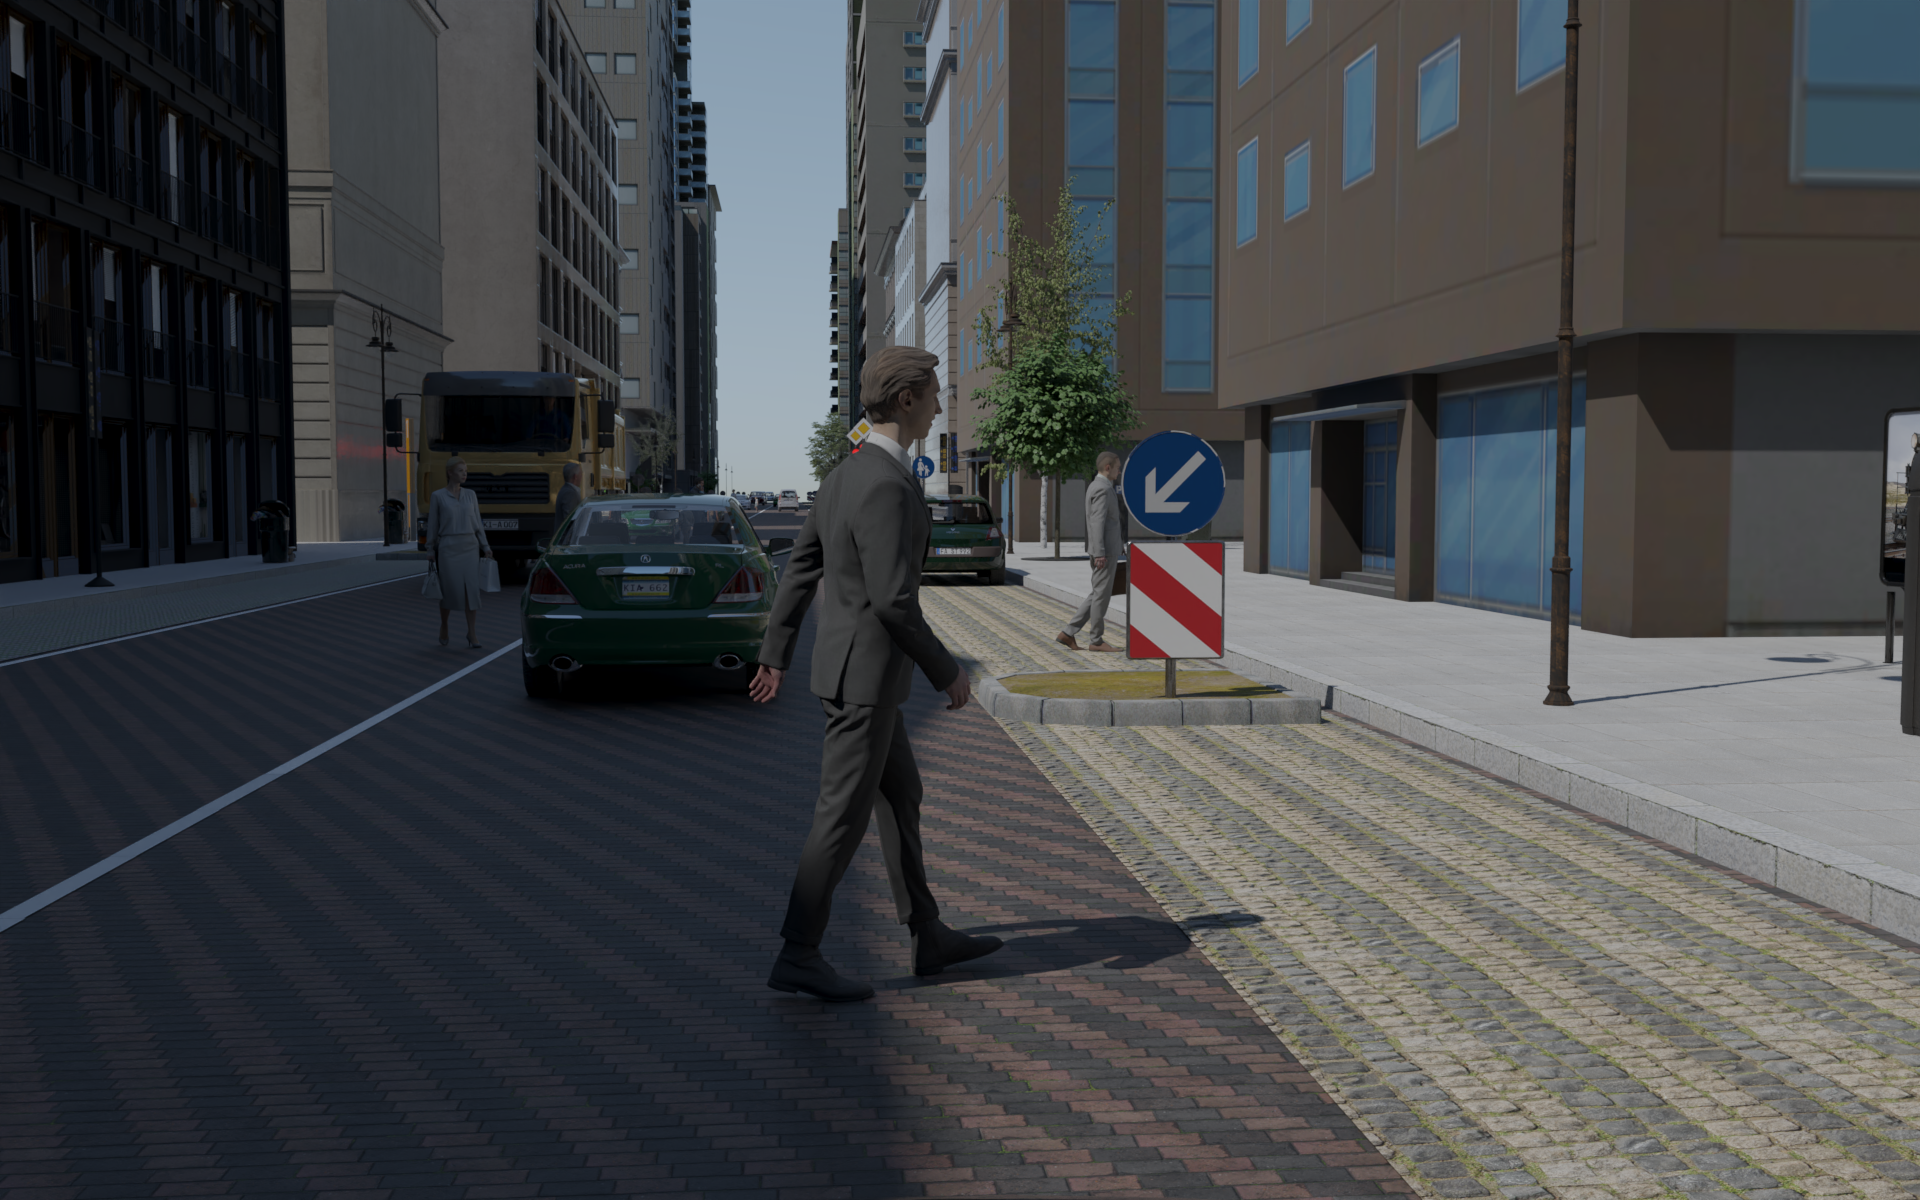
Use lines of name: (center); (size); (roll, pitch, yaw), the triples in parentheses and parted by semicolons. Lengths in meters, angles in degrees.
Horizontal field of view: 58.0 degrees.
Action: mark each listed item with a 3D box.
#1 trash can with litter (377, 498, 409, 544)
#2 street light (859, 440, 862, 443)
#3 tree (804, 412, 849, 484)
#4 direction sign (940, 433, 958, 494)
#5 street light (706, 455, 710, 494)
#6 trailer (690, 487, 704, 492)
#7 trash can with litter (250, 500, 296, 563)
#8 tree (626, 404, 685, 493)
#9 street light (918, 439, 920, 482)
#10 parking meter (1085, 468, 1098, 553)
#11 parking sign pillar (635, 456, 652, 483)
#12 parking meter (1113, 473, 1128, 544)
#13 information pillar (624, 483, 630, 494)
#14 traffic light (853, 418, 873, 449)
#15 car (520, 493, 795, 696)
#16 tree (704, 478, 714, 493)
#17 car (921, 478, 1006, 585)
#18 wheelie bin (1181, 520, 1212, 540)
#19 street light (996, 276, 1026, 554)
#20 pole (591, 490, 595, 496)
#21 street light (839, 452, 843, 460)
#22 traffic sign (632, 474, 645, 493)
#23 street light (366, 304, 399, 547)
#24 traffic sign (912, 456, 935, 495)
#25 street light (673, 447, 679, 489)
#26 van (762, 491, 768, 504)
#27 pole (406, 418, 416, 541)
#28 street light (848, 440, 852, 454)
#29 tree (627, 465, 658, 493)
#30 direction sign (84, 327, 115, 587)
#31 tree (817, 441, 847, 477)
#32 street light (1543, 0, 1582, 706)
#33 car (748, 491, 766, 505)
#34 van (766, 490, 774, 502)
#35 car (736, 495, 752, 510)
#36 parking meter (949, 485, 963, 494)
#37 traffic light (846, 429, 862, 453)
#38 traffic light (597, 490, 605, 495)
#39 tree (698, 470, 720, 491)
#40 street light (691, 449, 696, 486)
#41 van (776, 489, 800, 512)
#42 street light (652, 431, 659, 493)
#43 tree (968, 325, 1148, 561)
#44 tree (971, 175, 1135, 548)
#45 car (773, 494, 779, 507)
trash can with litter: (-14.574, -2.033, 44.624); (0.624, 1.170, 1.055); (0, 4, -5)
street light: (-6.841, -8.968, 119.412); (0.468, 5.910, 1.993); (0, 4, -5)
tree: (-17.652, -19.600, 238.589); (7.486, 12.596, 7.792); (0, 3, 0)
direction sign: (-0.412, -4.424, 64.331); (0.876, 3.537, 0.379); (3, 5, 41)
street light: (-29.097, -13.873, 199.602); (0.468, 5.910, 1.993); (0, 4, -5)
trailer: (-20.239, -7.709, 133.088); (1.471, 1.999, 3.904); (0, 4, -6)
trash can with litter: (-12.846, -1.290, 32.477); (0.624, 1.170, 1.055); (0, 4, -8)
tree: (-23.980, -11.450, 137.573); (4.360, 8.622, 3.978); (0, 3, 0)
street light: (-1.491, -5.524, 63.110); (0.468, 5.910, 1.993); (0, 4, -5)
parking meter: (2.910, -1.976, 38.012); (0.255, 1.863, 0.399); (1, 4, 22)
parking sign pillar: (-22.187, -8.122, 121.268); (1.447, 3.967, 1.447); (2, 4, 35)
parking meter: (4.145, -2.377, 44.568); (0.399, 1.863, 0.255); (1, 4, 23)
information pillar: (-21.512, -6.574, 111.974); (0.304, 2.012, 0.304); (1, 4, 14)
traffic light: (-3.558, -4.576, 63.737); (0.839, 4.253, 0.868); (0, 4, -5)
car: (-2.367, -0.124, 13.820); (2.131, 1.459, 4.920); (0, 4, -7)
tree: (-30.106, -13.143, 209.487); (1.663, 3.219, 1.824); (0, 3, 0)
car: (-0.239, -1.143, 28.480); (2.009, 1.686, 4.222); (0, 4, -4)
wheelie bin: (5.465, -1.981, 40.296); (0.980, 1.594, 0.693); (-1, 4, -13)
street light: (1.081, -3.923, 36.932); (0.468, 5.910, 1.993); (0, 4, -5)
pole: (-18.530, -5.723, 87.407); (0.158, 3.312, 0.155); (0, 3, 0)
street light: (-11.676, -12.060, 169.968); (0.468, 5.910, 1.993); (0, 4, -5)
traffic sign: (-19.993, -6.579, 107.667); (0.768, 2.556, 0.104); (0, 4, -5)
street light: (-14.041, -4.247, 42.227); (0.468, 5.910, 1.993); (0, 4, -5)
traffic sign: (-1.213, -3.503, 57.385); (0.768, 2.556, 0.104); (0, 4, 4)
street light: (-24.189, -10.675, 147.323); (0.468, 5.910, 1.993); (0, 4, -5)
van: (-27.801, -14.372, 241.994); (2.013, 2.044, 4.112); (0, 4, -5)
pole: (-14.849, -3.241, 46.833); (0.158, 3.312, 0.155); (0, 3, 0)
street light: (-9.183, -10.552, 145.307); (0.468, 5.910, 1.993); (0, 4, -5)
tree: (-21.382, -7.371, 115.122); (1.663, 3.219, 1.824); (0, 3, 0)
direction sign: (-11.937, -1.953, 23.923); (0.379, 3.537, 0.876); (-1, 4, -16)
tree: (-16.905, -17.219, 231.896); (4.360, 8.622, 3.978); (0, 3, 0)
street light: (3.646, -2.299, 10.374); (0.468, 5.910, 1.993); (0, 4, -5)
car: (-25.773, -12.894, 219.496); (2.281, 1.827, 5.304); (0, 4, -6)
van: (-30.811, -16.706, 280.158); (2.013, 2.044, 4.112); (0, 4, -6)
car: (-19.990, -8.885, 157.631); (2.083, 1.381, 4.827); (0, 4, -7)
parking meter: (-0.106, -2.308, 46.140); (0.372, 1.533, 0.369); (0, 3, 0)
traffic light: (-4.320, -5.062, 71.686); (0.839, 4.253, 0.868); (0, 4, -5)
traffic light: (-14.732, -5.000, 70.676); (0.839, 4.253, 0.868); (0, 4, -5)
tree: (-32.364, -14.548, 221.570); (4.285, 4.588, 4.351); (0, 3, 0)
street light: (-26.580, -12.255, 173.149); (0.468, 5.910, 1.993); (0, 4, -5)
van: (-14.158, -8.295, 142.642); (2.013, 2.044, 4.112); (0, 4, -7)
street light: (-21.868, -9.291, 124.698); (0.468, 5.910, 1.993); (0, 4, -5)
tree: (1.961, -3.050, 33.577); (4.285, 4.588, 4.351); (0, 3, 0)
tree: (2.018, -5.535, 40.867); (4.737, 8.622, 4.395); (0, 3, 0)
car: (-20.053, -11.358, 194.497); (1.959, 1.807, 4.718); (0, 4, -4)
